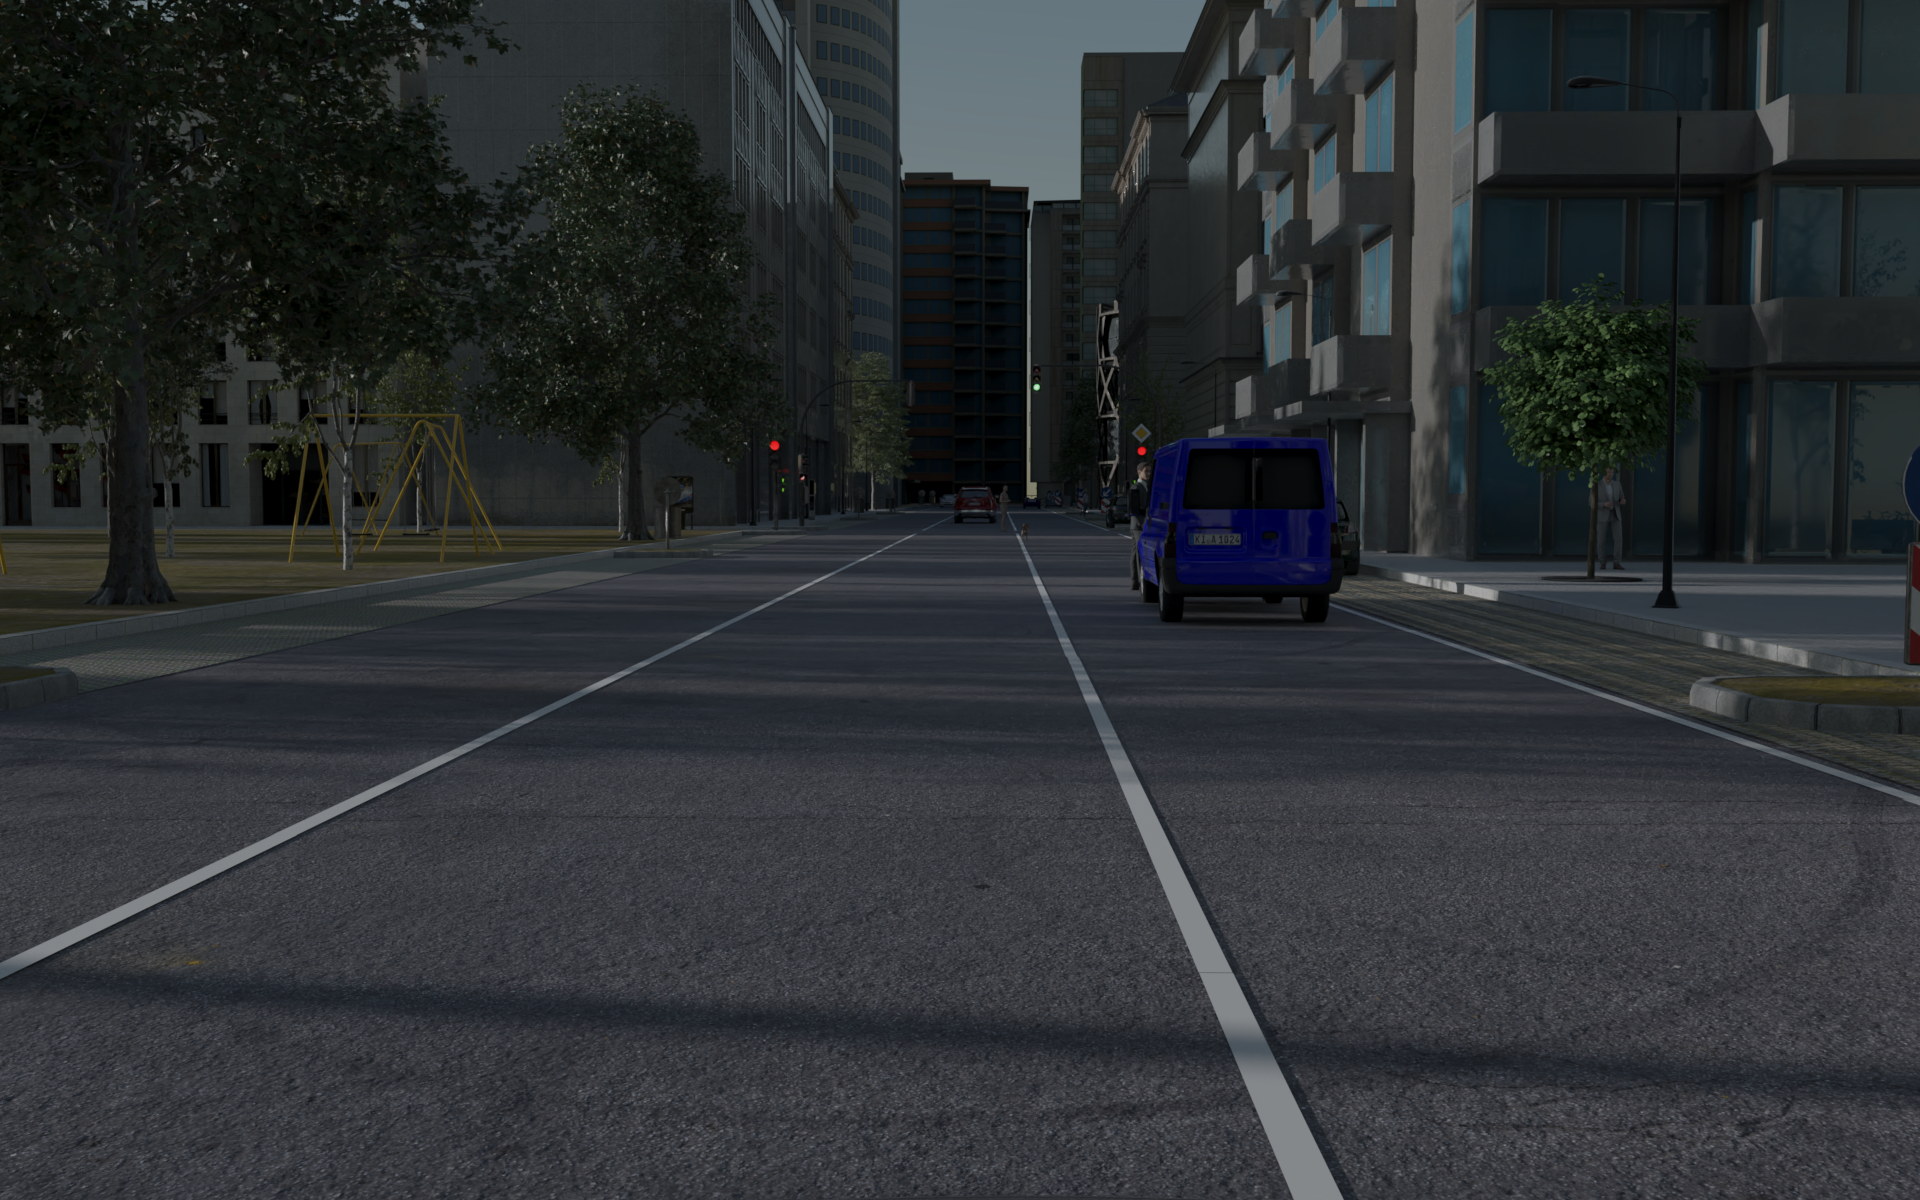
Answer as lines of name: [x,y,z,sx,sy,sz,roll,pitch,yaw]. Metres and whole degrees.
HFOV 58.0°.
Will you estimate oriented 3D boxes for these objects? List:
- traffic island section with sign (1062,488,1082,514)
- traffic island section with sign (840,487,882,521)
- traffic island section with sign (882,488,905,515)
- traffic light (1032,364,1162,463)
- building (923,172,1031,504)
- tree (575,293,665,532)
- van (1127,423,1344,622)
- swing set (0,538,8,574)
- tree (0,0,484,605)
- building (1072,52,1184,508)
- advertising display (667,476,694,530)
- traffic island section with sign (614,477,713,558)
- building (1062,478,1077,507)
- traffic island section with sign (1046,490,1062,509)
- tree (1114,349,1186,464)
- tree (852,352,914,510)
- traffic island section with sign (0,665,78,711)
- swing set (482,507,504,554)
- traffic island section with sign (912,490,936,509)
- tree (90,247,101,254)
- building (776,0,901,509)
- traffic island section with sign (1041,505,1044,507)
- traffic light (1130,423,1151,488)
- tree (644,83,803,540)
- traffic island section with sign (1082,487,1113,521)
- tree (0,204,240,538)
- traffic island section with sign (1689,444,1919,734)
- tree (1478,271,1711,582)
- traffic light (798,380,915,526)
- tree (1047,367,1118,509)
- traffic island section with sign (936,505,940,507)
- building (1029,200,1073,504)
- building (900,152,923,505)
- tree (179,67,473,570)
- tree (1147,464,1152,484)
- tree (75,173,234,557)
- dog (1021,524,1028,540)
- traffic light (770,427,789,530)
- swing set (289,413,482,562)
traffic island section with sign: [8.423,-6.924,121.840,1.989,1.847,2.006,0,4,1]
traffic island section with sign: [-5.446,-5.221,93.983,1.989,1.847,2.006,0,4,1]
traffic island section with sign: [-4.832,-6.869,120.931,1.989,1.847,2.006,0,4,1]
traffic light: [4.894,-5.259,60.655,4.771,5.953,1.251,0,4,1]
building: [-4.870,-35.705,238.399,28.867,44.769,22.147,0,4,1]
tree: [-11.709,-6.608,58.407,4.737,8.622,4.395,0,3,0]
van: [3.244,-1.018,21.033,2.240,2.365,5.245,0,4,2]
swing set: [-16.568,-1.740,26.072,3.119,2.851,2.862,-1,4,-11]
tree: [-9.751,-6.313,20.223,9.611,12.733,9.660,0,3,0]
building: [18.327,-29.391,164.137,14.154,41.232,14.086,0,4,1]
advertising display: [-10.064,-3.488,62.240,0.974,1.923,0.123,0,4,-2]
traffic island section with sign: [-6.676,-1.877,39.324,1.989,1.847,2.006,0,4,1]
building: [28.699,-31.519,207.209,32.217,40.220,23.993,0,4,1]
traffic island section with sign: [9.512,-9.905,170.573,1.989,1.847,2.006,0,4,1]
tree: [9.742,-8.365,87.132,4.737,8.622,4.395,0,3,0]
tree: [-7.300,-13.470,138.355,7.486,12.596,7.792,0,3,0]
traffic island section with sign: [-7.299,-0.199,11.880,1.989,1.847,2.006,0,4,1]
swing set: [-11.597,-2.467,37.955,2.862,2.851,3.119,-1,4,-11]
traffic island section with sign: [-3.693,-9.924,170.881,1.989,1.847,2.006,0,4,1]
tree: [-20.869,-5.644,42.649,4.737,8.622,4.395,0,3,0]
building: [-16.742,-37.649,157.558,21.231,58.520,28.212,0,4,1]
traffic island section with sign: [10.134,-11.564,197.705,1.989,1.847,2.006,0,4,1]
traffic light: [7.168,-4.881,68.732,0.839,4.253,0.868,0,4,1]
tree: [-9.145,-8.008,47.940,9.611,12.733,9.660,0,3,0]
traffic island section with sign: [7.762,-5.187,93.437,1.989,1.847,2.006,0,4,1]
tree: [-24.921,-7.074,50.075,8.767,10.594,7.601,1,4,16]
traffic island section with sign: [5.913,-0.157,11.202,1.989,1.847,2.006,0,4,1]
tree: [9.339,-2.567,25.679,4.285,4.588,4.351,0,3,0]
traffic light: [-4.197,-5.770,69.007,4.771,5.953,1.251,0,4,1]
tree: [12.402,-14.391,152.298,9.611,12.733,9.660,0,3,0]
traffic island section with sign: [-3.081,-11.605,198.376,1.989,1.847,2.006,0,4,1]
building: [16.499,-33.635,233.529,14.086,41.232,14.154,0,4,1]
building: [-19.744,-33.923,209.261,28.867,44.769,22.147,0,4,1]
tree: [-10.494,-4.833,29.379,4.737,8.622,4.395,0,3,0]
tree: [10.691,-6.028,93.154,1.663,3.219,1.824,0,3,0]
tree: [-16.260,-5.173,34.940,4.360,8.622,3.978,0,3,0]
dog: [2.048,-2.142,54.313,0.406,0.507,0.540,-3,5,-43]
traffic light: [-6.471,-4.411,61.036,0.839,4.253,0.868,0,4,1]
swing set: [-11.342,-2.218,33.889,3.119,2.851,2.862,0,4,-2]
